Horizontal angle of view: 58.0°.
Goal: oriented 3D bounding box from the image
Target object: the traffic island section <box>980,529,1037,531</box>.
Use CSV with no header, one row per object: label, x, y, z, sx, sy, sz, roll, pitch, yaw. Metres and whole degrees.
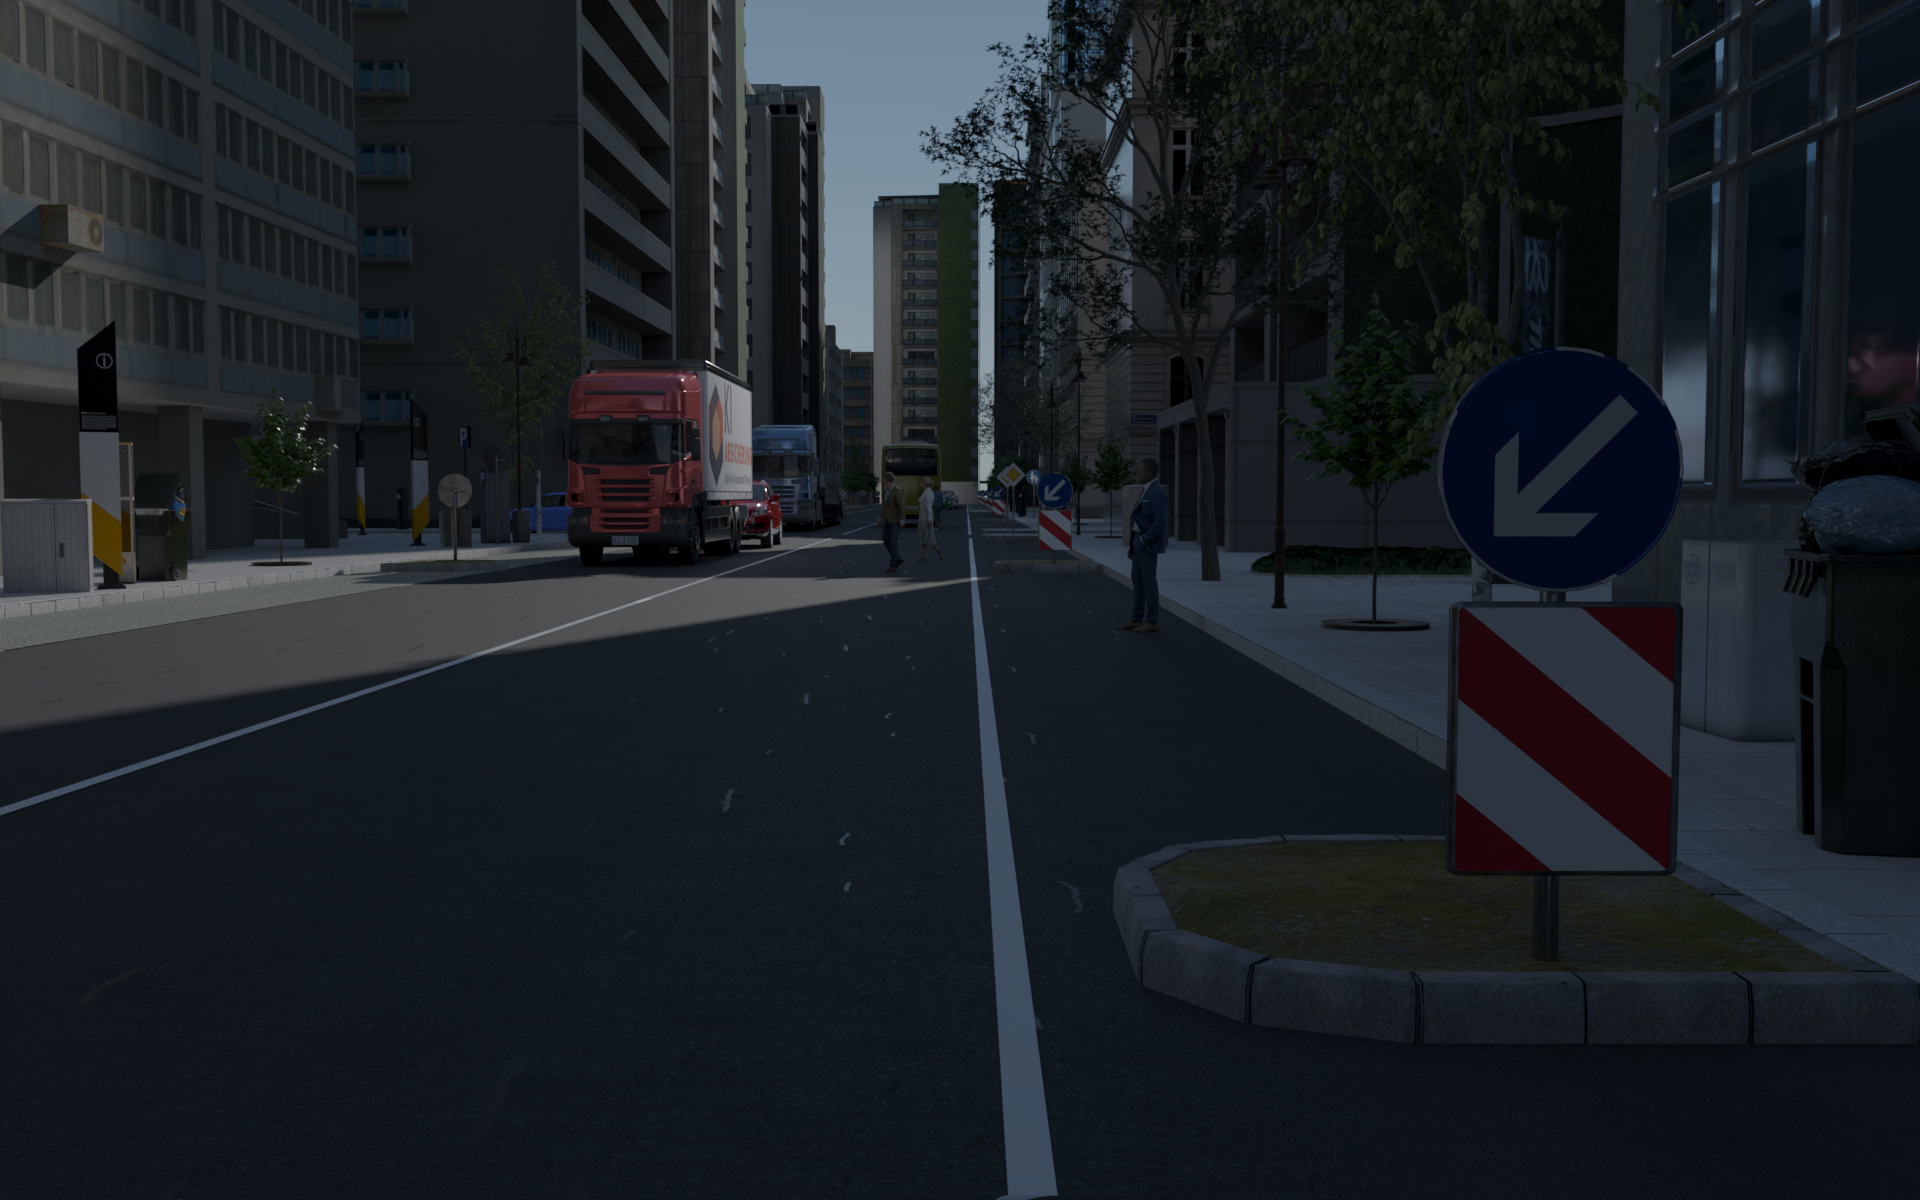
traffic island section,1.725,-2.460,62.509,2.009,0.180,2.903,0,4,0

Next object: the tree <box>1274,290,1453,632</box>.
tree,3.849,-1.343,16.567,1.663,3.219,1.824,0,3,0

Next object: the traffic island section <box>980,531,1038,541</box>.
traffic island section,1.698,-1.972,54.524,2.009,0.180,2.903,0,4,0

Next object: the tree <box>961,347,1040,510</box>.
tree,5.118,-14.285,143.928,12.009,13.543,11.850,0,3,0

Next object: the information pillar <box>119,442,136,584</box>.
information pillar,-11.940,-1.235,24.680,0.304,2.012,0.304,-1,4,-21

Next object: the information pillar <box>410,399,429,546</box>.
information pillar,-13.361,-3.145,42.784,0.183,3.616,0.504,2,4,30

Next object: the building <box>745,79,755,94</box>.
building,-29.925,-27.972,149.223,32.217,40.220,23.993,0,4,0

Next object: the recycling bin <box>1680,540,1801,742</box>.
recycling bin,4.363,0.199,9.294,0.722,1.027,0.722,0,4,-3

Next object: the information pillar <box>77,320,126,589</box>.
information pillar,-11.557,-1.954,23.295,0.504,3.616,0.183,-2,4,-32

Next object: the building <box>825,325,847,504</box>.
building,-28.760,-21.652,199.046,28.899,21.520,27.650,0,4,0

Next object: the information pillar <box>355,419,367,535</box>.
information pillar,-18.633,-3.821,53.820,0.183,3.616,0.504,0,4,0

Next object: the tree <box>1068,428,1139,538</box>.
tree,4.309,-3.425,50.607,1.663,3.219,1.824,0,3,0

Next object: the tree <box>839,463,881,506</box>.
tree,-11.371,-12.326,185.237,4.285,4.588,4.351,0,3,0

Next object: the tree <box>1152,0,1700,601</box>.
tree,3.456,-3.774,12.070,4.737,8.622,4.395,0,3,0

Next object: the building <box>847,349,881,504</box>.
building,-25.881,-23.911,235.979,28.899,21.520,27.650,0,4,0

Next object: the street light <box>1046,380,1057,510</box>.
street light,3.727,-5.975,70.474,0.468,5.910,1.993,0,4,0

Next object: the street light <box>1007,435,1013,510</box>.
street light,3.988,-10.020,136.617,0.468,5.910,1.993,0,4,0

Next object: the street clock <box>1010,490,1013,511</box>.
street clock,3.926,-7.715,130.713,0.471,2.002,0.358,0,4,6

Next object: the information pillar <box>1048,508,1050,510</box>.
information pillar,4.108,-4.406,76.534,0.304,2.012,0.304,2,4,30

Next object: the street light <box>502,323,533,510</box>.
street light,-11.938,-4.529,46.841,0.468,5.910,1.993,0,4,0

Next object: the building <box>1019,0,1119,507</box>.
building,17.182,-52.034,163.428,22.319,86.520,31.000,0,4,0

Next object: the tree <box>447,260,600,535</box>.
tree,-13.412,-6.334,53.931,4.737,8.622,4.395,0,3,0

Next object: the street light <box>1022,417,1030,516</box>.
street light,3.920,-7.997,103.546,0.468,5.910,1.993,0,4,0

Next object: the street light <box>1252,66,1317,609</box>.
street light,3.589,-2.844,19.295,0.468,5.910,1.993,0,4,0

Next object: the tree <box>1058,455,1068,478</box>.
tree,4.810,-4.781,72.769,1.663,3.219,1.824,0,3,0

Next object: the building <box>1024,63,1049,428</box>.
building,18.681,-35.239,195.773,23.786,49.044,30.456,0,4,0

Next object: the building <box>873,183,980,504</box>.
building,-4.407,-33.418,229.976,14.086,41.232,14.154,0,4,0

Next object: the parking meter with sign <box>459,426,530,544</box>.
parking meter with sign,-12.101,-2.989,45.125,1.738,3.016,0.543,-3,5,-41

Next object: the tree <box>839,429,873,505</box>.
tree,-11.530,-14.935,194.548,4.737,8.622,4.395,0,3,0

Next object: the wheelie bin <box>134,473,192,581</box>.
wheelie bin,-11.892,-1.090,25.736,0.980,1.594,0.693,0,4,5

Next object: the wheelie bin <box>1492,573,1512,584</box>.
wheelie bin,7.742,-1.040,24.911,0.693,1.594,0.980,0,4,7

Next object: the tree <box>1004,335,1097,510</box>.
tree,4.134,-8.000,81.165,4.360,8.622,3.978,0,3,0

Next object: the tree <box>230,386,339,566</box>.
tree,-12.356,-2.240,31.225,1.663,3.219,1.824,0,3,0

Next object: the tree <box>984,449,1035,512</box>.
tree,3.856,-8.713,126.165,4.285,4.588,4.351,0,3,0

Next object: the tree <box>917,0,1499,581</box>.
tree,3.705,-5.582,25.673,8.767,10.594,7.601,0,4,-6

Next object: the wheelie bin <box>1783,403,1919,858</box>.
wheelie bin,3.381,0.099,6.293,0.693,1.594,0.980,1,4,14

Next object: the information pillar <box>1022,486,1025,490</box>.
information pillar,4.828,-8.612,132.159,0.183,3.616,0.504,1,4,16

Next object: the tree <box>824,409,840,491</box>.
tree,-11.733,-11.687,141.441,4.360,8.622,3.978,0,3,0

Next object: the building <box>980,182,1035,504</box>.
building,17.083,-35.381,233.101,28.867,44.769,22.147,0,4,0

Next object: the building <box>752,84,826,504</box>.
building,-20.669,-29.664,168.593,14.154,41.232,14.086,0,4,0

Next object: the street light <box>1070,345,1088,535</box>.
street light,3.696,-4.959,53.875,0.468,5.910,1.993,0,4,0
